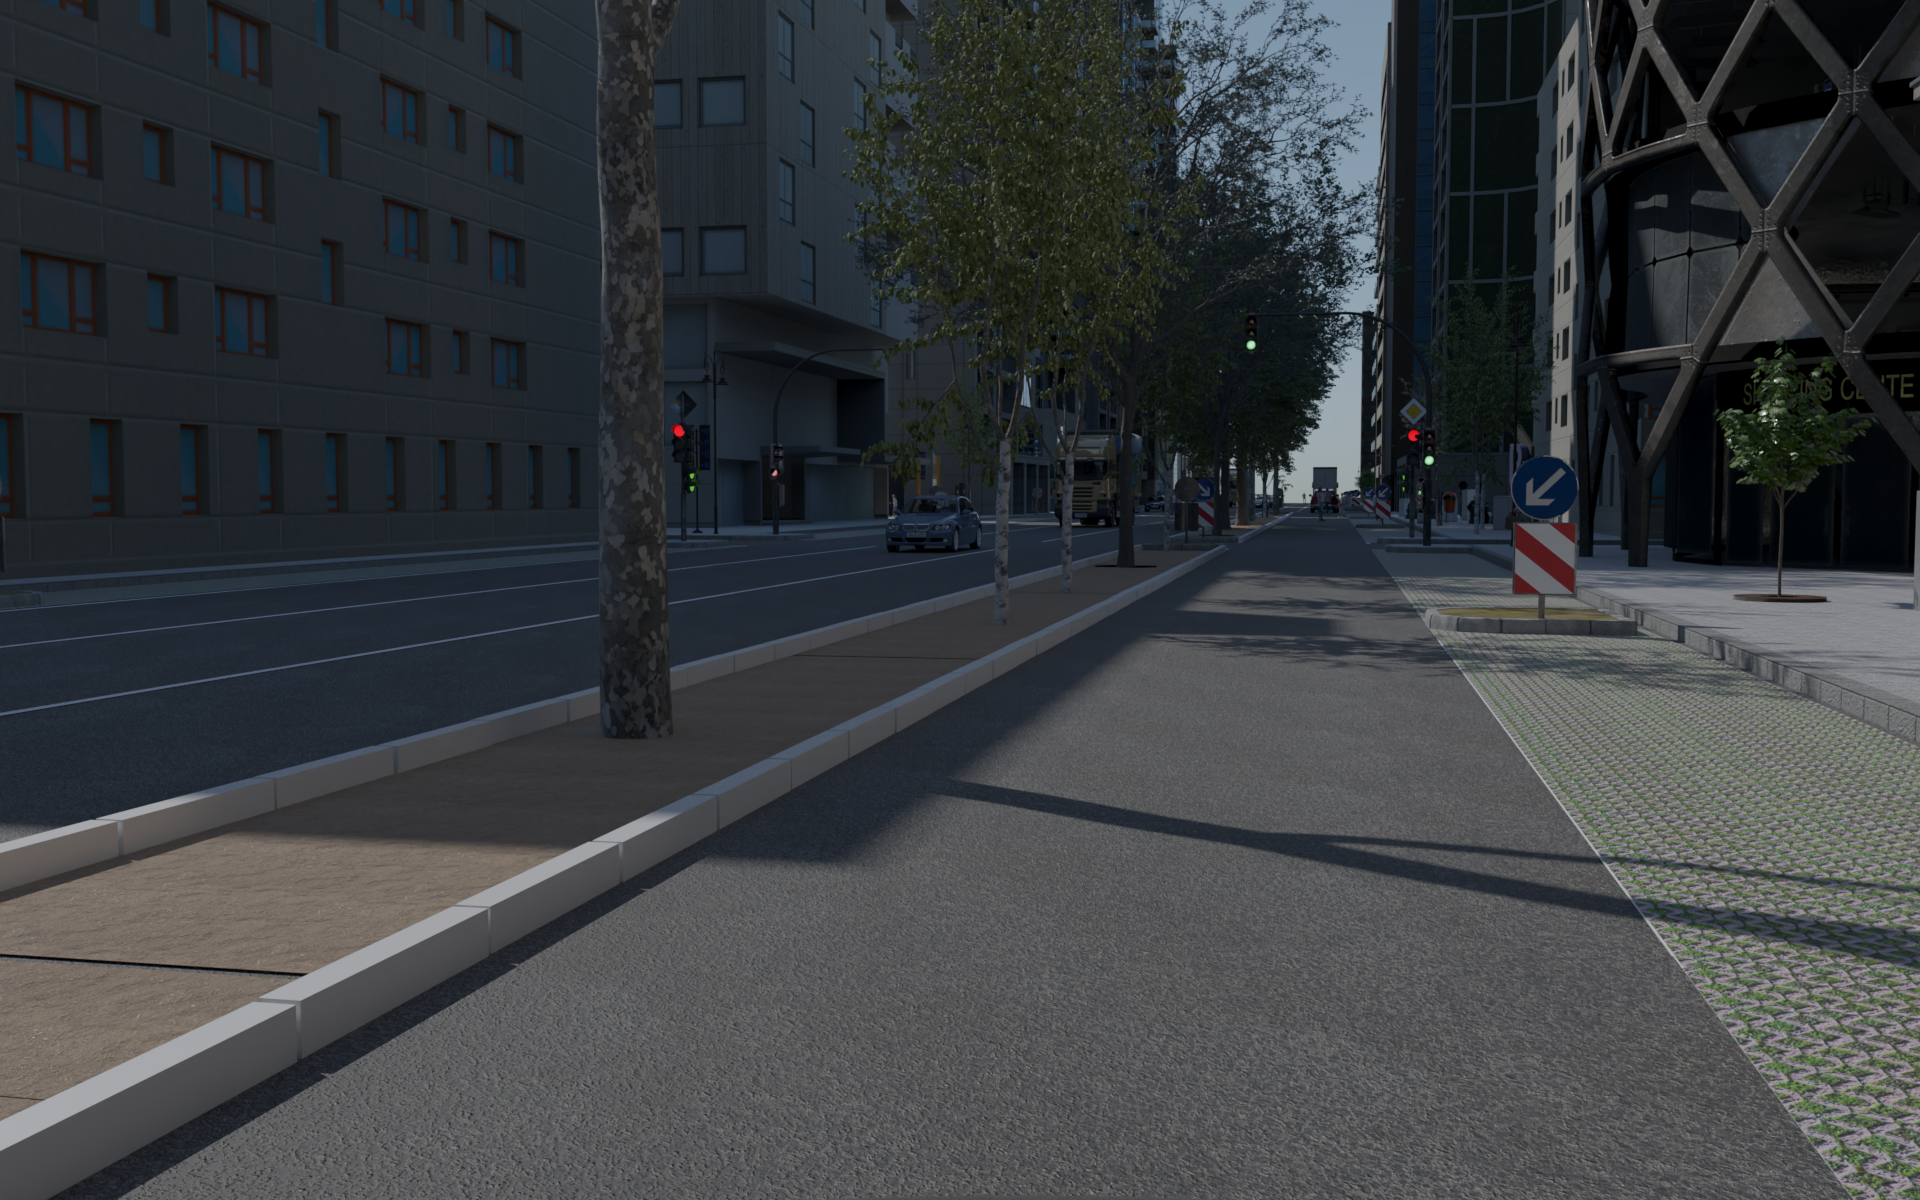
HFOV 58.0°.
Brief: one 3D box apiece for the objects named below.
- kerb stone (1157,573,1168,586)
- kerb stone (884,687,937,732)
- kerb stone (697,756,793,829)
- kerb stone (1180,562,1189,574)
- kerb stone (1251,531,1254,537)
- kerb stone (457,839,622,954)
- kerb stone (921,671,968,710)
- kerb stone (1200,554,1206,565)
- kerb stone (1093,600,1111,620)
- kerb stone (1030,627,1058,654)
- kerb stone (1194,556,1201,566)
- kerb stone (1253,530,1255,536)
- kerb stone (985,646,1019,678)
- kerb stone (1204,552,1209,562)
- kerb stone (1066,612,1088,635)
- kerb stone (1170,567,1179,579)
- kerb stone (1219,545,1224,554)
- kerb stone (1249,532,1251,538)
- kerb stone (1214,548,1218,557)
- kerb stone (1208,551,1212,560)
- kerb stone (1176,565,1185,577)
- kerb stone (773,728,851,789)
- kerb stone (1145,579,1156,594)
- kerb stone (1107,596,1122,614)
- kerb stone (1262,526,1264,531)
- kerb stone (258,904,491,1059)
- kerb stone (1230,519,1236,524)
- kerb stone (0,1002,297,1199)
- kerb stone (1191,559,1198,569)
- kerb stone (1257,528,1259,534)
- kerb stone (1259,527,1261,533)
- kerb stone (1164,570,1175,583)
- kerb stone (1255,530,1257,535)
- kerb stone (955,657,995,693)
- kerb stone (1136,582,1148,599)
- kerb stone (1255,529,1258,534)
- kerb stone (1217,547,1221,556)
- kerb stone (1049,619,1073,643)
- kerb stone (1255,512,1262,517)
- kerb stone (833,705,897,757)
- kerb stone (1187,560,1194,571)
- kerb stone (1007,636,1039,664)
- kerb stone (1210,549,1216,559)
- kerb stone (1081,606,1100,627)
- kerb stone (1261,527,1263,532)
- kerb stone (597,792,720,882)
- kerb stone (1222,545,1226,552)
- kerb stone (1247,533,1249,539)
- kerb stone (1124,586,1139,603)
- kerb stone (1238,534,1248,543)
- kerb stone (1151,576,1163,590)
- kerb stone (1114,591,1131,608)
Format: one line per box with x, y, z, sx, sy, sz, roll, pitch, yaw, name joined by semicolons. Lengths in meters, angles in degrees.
3.096;-0.290;26.934;0.120;0.150;1.000;1;4;12;kerb stone
-0.334;0.692;10.901;0.120;0.150;1.000;1;4;12;kerb stone
-0.981;0.875;7.892;0.120;0.150;1.000;1;4;12;kerb stone
3.945;-0.535;30.949;0.120;0.150;1.000;1;4;12;kerb stone
9.429;-2.101;56.554;0.120;0.150;1.000;1;4;12;kerb stone
-1.415;0.997;5.890;0.120;0.150;1.000;1;4;12;kerb stone
-0.125;0.630;11.902;0.120;0.150;1.000;1;4;12;kerb stone
4.810;-0.779;34.950;0.120;0.150;1.000;1;4;12;kerb stone
1.588;0.141;19.921;0.120;0.150;1.000;1;4;12;kerb stone
0.736;0.388;15.909;0.120;0.150;1.000;1;4;12;kerb stone
4.585;-0.719;33.952;0.120;0.150;1.000;1;4;12;kerb stone
9.640;-2.163;57.558;0.120;0.150;1.000;1;4;12;kerb stone
0.306;0.507;13.907;0.120;0.150;1.000;1;4;12;kerb stone
5.029;-0.842;35.959;0.120;0.150;1.000;1;4;12;kerb stone
1.167;0.262;17.913;0.120;0.150;1.000;1;4;12;kerb stone
3.515;-0.407;28.943;0.120;0.150;1.000;1;4;12;kerb stone
6.092;-1.148;40.960;0.120;0.150;1.000;1;4;12;kerb stone
8.999;-1.979;54.550;0.120;0.150;1.000;1;4;12;kerb stone
5.661;-1.025;38.962;0.120;0.150;1.000;1;4;12;kerb stone
5.237;-0.903;36.961;0.120;0.150;1.000;1;4;12;kerb stone
3.738;-0.474;29.948;0.120;0.150;1.000;1;4;12;kerb stone
-0.769;0.813;8.899;0.120;0.150;1.000;1;4;12;kerb stone
2.669;-0.168;24.934;0.120;0.150;1.000;1;4;12;kerb stone
1.807;0.083;20.922;0.120;0.150;1.000;1;4;12;kerb stone
11.146;-2.592;64.581;0.120;0.150;1.000;1;4;12;kerb stone
-1.624;1.058;4.889;0.120;0.150;1.000;1;4;12;kerb stone
13.802;-3.967;87.050;0.120;0.150;1.000;1;4;12;kerb stone
-1.835;1.123;3.889;0.120;0.150;1.000;1;4;12;kerb stone
4.383;-0.647;32.947;0.120;0.150;1.000;1;4;12;kerb stone
10.294;-2.347;60.577;0.120;0.150;1.000;1;4;12;kerb stone
10.712;-2.470;62.583;0.120;0.150;1.000;1;4;12;kerb stone
3.315;-0.350;27.937;0.120;0.150;1.000;1;4;12;kerb stone
9.861;-2.224;58.568;0.120;0.150;1.000;1;4;12;kerb stone
0.089;0.568;12.908;0.120;0.150;1.000;1;4;12;kerb stone
2.449;-0.106;23.931;0.120;0.150;1.000;1;4;12;kerb stone
10.083;-2.286;59.573;0.120;0.150;1.000;1;4;12;kerb stone
5.880;-1.083;39.960;0.120;0.150;1.000;1;4;12;kerb stone
0.950;0.323;16.914;0.120;0.150;1.000;1;4;12;kerb stone
20.027;-5.741;116.105;0.120;0.150;1.000;1;4;12;kerb stone
-0.554;0.752;9.898;0.120;0.150;1.000;1;4;12;kerb stone
4.161;-0.596;31.948;0.120;0.150;1.000;1;4;12;kerb stone
0.514;0.446;14.911;0.120;0.150;1.000;1;4;12;kerb stone
5.455;-0.964;37.960;0.120;0.150;1.000;1;4;12;kerb stone
1.379;0.201;18.916;0.120;0.150;1.000;1;4;12;kerb stone
10.936;-2.531;63.580;0.120;0.150;1.000;1;4;12;kerb stone
-1.197;0.936;6.889;0.120;0.150;1.000;1;4;12;kerb stone
6.306;-1.209;41.969;0.120;0.150;1.000;1;4;12;kerb stone
8.784;-1.915;53.547;0.120;0.150;1.000;1;4;12;kerb stone
2.224;-0.045;22.933;0.120;0.150;1.000;1;4;12;kerb stone
8.564;-1.856;52.544;0.120;0.150;1.000;1;4;12;kerb stone
2.887;-0.229;25.933;0.120;0.150;1.000;1;4;12;kerb stone
2.016;0.017;21.923;0.120;0.150;1.000;1;4;12;kerb stone
